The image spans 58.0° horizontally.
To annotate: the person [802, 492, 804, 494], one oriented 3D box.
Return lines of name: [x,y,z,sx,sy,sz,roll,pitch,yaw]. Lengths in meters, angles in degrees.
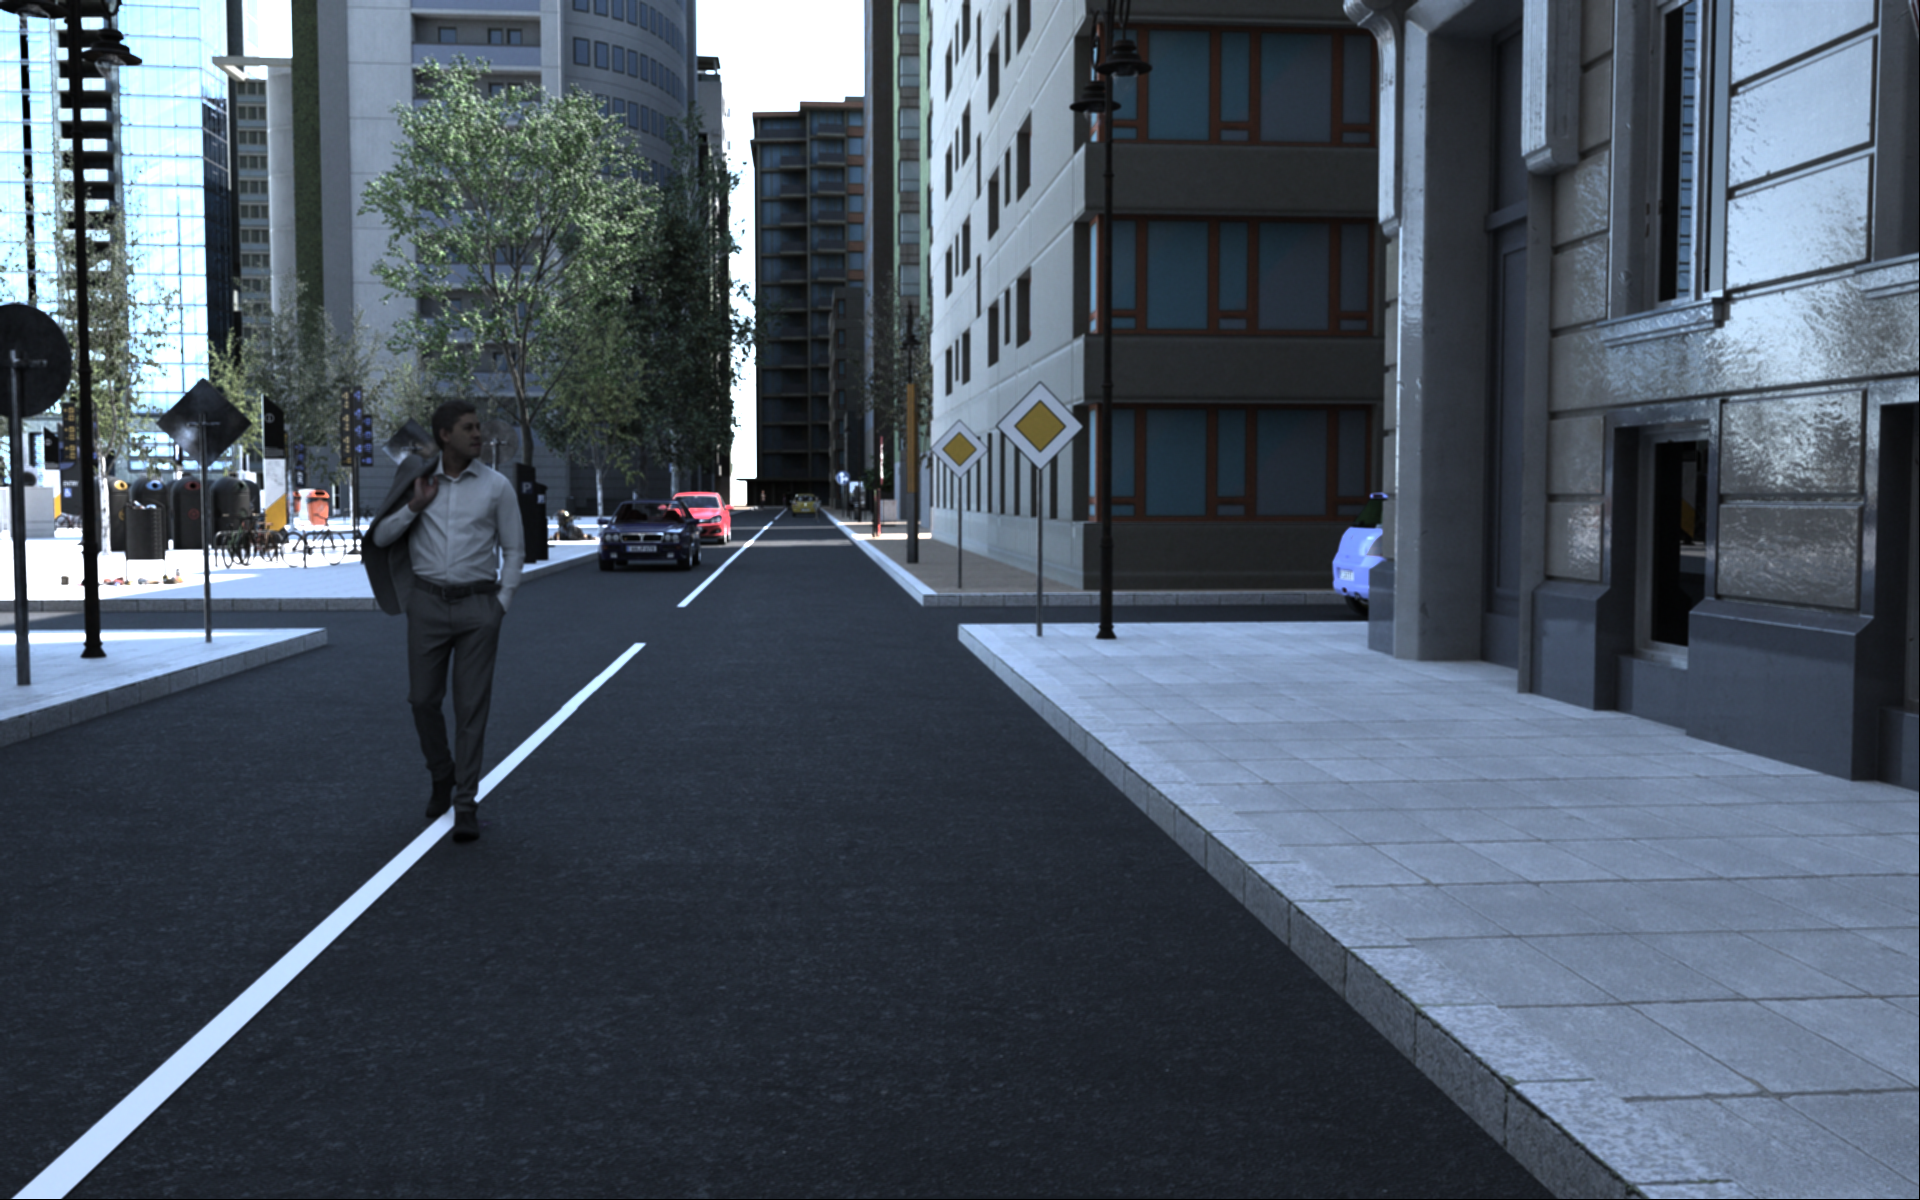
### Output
person: [-12.599,-7.872,138.680,0.415,1.643,0.593,-3,5,-41]

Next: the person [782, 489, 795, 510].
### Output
person: [-15.243,-8.941,154.312,1.348,1.869,0.705,0,4,3]

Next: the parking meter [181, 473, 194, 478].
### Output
parking meter: [-21.535,-2.607,48.333,0.255,1.863,0.399,-1,4,-9]

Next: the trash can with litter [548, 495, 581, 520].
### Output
trash can with litter: [-19.958,-4.647,87.041,2.233,1.210,1.678,-3,4,-38]

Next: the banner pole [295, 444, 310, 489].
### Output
banner pole: [-31.663,-5.721,83.550,0.863,3.779,0.401,-3,4,-37]

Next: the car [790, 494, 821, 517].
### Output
car: [-9.909,-6.166,111.043,2.015,1.641,3.980,0,4,-5]

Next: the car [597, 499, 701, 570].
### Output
car: [-6.021,-1.297,33.778,1.945,1.354,3.894,0,4,-5]

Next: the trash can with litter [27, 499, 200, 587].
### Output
trash can with litter: [-11.965,-0.826,24.555,2.233,1.210,1.678,-1,4,-17]

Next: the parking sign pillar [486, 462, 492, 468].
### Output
parking sign pillar: [-24.721,-6.175,89.441,1.447,3.967,1.447,2,4,30]

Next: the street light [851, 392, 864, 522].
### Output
street light: [-4.562,-6.465,78.488,0.468,5.910,1.993,0,4,-5]

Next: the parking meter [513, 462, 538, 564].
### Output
parking meter: [-8.043,-1.612,32.063,0.399,1.863,0.255,-2,4,-33]

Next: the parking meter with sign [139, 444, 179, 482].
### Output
parking meter with sign: [-28.333,-3.940,60.680,1.738,3.016,0.543,-1,4,-15]

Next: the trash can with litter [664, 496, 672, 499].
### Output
trash can with litter: [-14.449,-4.485,84.717,0.624,1.170,1.055,2,4,30]

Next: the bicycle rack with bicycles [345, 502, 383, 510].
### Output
bicycle rack with bicycles: [-26.210,-3.949,77.948,2.852,0.926,2.925,1,4,15]

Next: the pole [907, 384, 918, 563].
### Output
pole: [-0.878,-2.339,32.084,0.158,3.312,0.155,0,3,0]

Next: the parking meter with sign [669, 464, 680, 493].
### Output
parking meter with sign: [-15.747,-6.109,96.144,0.543,3.016,1.738,0,4,-2]

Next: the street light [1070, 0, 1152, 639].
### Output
street light: [1.299,-2.595,15.215,0.468,5.910,1.993,0,4,-5]

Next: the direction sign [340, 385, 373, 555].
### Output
direction sign: [-12.754,-2.717,36.414,0.876,3.537,0.379,3,5,44]

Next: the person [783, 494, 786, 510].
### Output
person: [-16.214,-9.033,159.405,0.599,1.433,0.991,0,4,-4]

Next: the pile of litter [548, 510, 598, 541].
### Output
pile of litter: [-10.743,-2.058,47.608,1.719,0.858,1.176,2,4,35]

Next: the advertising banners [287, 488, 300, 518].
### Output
advertising banners: [-34.340,-5.659,88.720,2.074,3.025,0.090,3,4,36]

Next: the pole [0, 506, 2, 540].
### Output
pole: [-26.848,-3.327,48.237,0.158,3.312,0.155,0,3,0]

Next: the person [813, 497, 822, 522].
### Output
person: [-7.204,-4.571,87.508,0.475,1.303,0.640,-3,5,-40]

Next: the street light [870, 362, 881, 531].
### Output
street light: [-2.935,-5.354,60.328,0.468,5.910,1.993,0,4,-5]

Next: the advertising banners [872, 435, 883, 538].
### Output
advertising banners: [-2.423,-3.368,51.259,0.090,3.025,2.074,0,4,6]

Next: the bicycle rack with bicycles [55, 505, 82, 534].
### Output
bicycle rack with bicycles: [-27.061,-2.576,55.504,2.925,0.926,2.852,2,4,26]

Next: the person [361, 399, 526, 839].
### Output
person: [-2.211,0.071,7.434,0.679,1.850,0.850,-1,4,-13]

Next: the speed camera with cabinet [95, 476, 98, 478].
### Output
speed camera with cabinet: [-45.065,-5.907,90.919,0.660,3.252,2.038,-1,4,-9]

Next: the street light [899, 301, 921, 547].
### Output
street light: [-1.205,-4.209,41.601,0.468,5.910,1.993,0,4,-5]

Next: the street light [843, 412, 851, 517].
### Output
street light: [-6.304,-7.625,97.451,0.468,5.910,1.993,0,4,-5]

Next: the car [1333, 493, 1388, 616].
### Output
car: [6.169,-0.621,19.742,3.694,1.707,1.945,0,4,-6]

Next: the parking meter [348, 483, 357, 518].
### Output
parking meter: [-32.743,-5.364,93.412,0.399,1.863,0.255,1,4,17]

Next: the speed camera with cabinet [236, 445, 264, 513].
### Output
speed camera with cabinet: [-28.445,-4.642,70.240,2.038,3.252,0.660,1,4,21]

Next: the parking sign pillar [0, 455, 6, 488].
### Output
parking sign pillar: [-47.394,-5.878,84.574,1.447,3.967,1.447,-1,4,-12]

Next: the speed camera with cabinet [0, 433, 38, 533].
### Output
speed camera with cabinet: [-30.927,-3.767,55.929,2.038,3.252,0.660,-2,4,-31]

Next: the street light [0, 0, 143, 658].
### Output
street light: [-6.820,-2.487,13.454,0.468,5.910,1.993,0,4,-5]

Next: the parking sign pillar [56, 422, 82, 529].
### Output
parking sign pillar: [-33.206,-4.663,64.708,1.447,3.967,1.447,1,4,17]

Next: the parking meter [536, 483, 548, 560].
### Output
parking meter: [-8.202,-1.544,33.658,0.372,1.533,0.369,0,3,0]

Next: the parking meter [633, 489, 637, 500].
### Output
parking meter: [-14.667,-4.294,78.616,0.372,1.533,0.369,0,3,0]

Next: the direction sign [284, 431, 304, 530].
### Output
direction sign: [-23.902,-4.279,61.965,0.876,3.537,0.379,-3,4,-37]

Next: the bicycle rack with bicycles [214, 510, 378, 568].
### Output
bicycle rack with bicycles: [-12.202,-1.077,30.994,2.852,0.926,2.925,1,4,14]

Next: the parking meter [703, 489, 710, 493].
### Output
parking meter: [-13.755,-5.244,94.155,0.372,1.533,0.369,0,3,0]

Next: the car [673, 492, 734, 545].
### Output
car: [-7.622,-2.516,50.182,2.155,1.783,4.494,0,4,-5]

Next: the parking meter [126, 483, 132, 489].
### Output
parking meter: [-42.027,-5.022,87.820,0.399,1.863,0.255,-1,4,-20]

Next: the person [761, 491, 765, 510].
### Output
person: [-17.967,-9.161,158.816,0.750,1.759,0.617,2,4,31]

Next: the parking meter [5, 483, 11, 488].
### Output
parking meter: [-47.973,-4.989,87.284,0.399,1.863,0.255,0,4,-2]

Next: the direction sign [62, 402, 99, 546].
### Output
direction sign: [-21.742,-3.111,42.865,0.876,3.537,0.379,0,4,4]

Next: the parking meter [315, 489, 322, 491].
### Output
parking meter: [-31.416,-4.675,84.849,0.372,1.533,0.369,0,3,0]

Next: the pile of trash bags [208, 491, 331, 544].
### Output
pile of trash bags: [-17.998,-2.145,44.817,3.447,1.369,1.912,-3,5,-44]
